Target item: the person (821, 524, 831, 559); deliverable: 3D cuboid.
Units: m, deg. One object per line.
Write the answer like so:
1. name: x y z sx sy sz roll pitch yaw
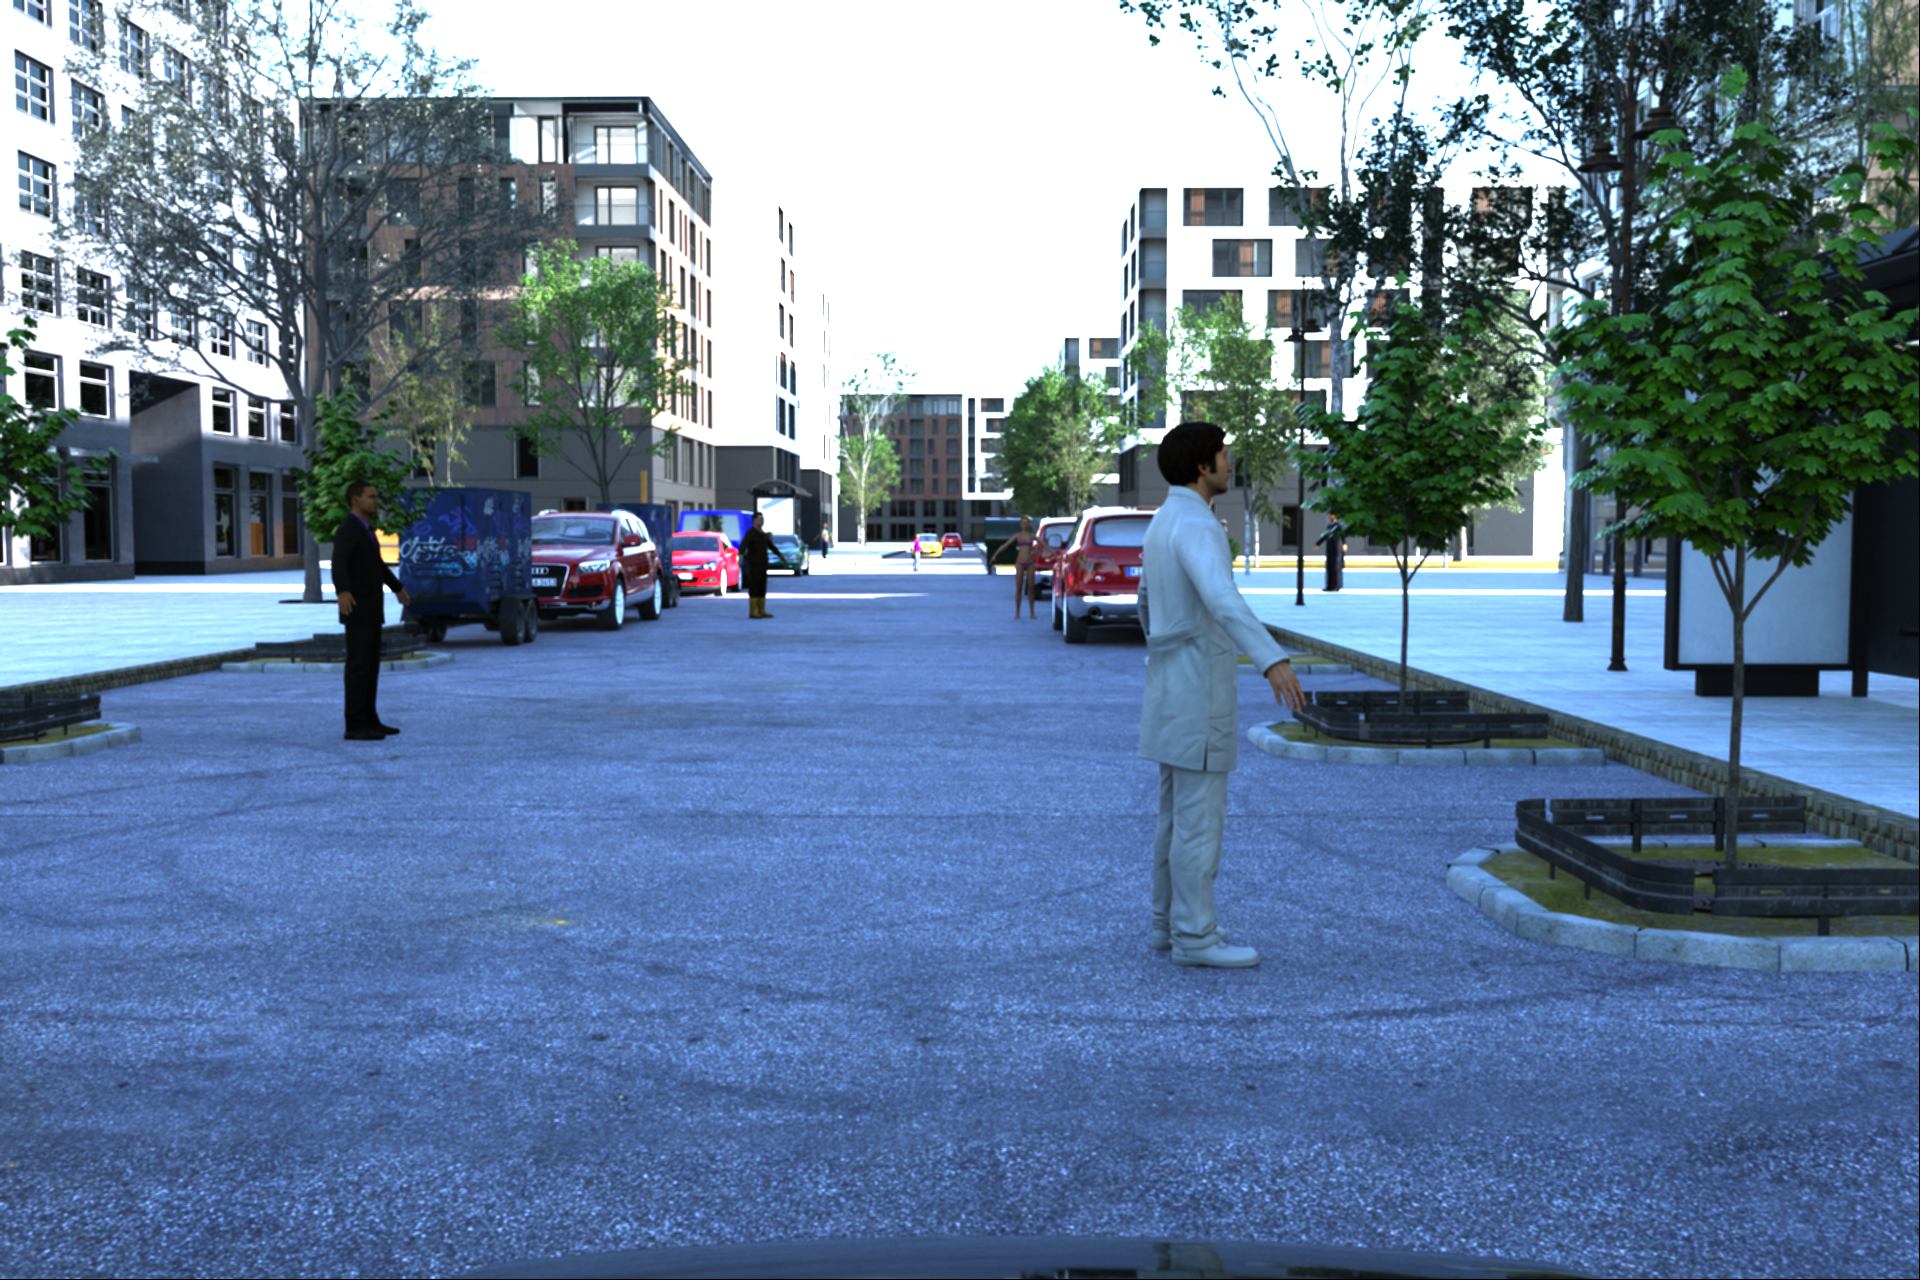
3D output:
1. person: -6.879 -5.045 88.611 0.705 1.813 1.348 1 4 11

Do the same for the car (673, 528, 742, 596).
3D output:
1. car: -6.309 -1.969 41.226 2.155 1.783 4.494 0 4 1

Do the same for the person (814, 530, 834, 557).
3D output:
1. person: -7.748 -5.684 99.067 1.347 1.817 0.704 2 4 29

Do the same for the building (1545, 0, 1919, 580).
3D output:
1. building: 26.010 -15.969 47.001 13.634 28.700 20.117 0 4 1

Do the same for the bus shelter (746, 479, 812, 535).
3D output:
1. bus shelter: -6.902 -4.454 66.754 2.014 3.302 5.546 0 4 0

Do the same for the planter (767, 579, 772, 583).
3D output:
1. planter: -6.562 -1.819 50.888 1.991 0.319 1.994 0 4 0

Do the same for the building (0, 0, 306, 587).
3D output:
1. building: -28.236 -14.201 50.593 11.959 24.771 22.079 0 4 0

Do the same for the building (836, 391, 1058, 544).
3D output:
1. building: -1.106 -25.275 259.671 32.646 21.610 27.936 0 4 3

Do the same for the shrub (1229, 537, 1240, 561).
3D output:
1. shrub: 12.264 -4.149 78.961 1.383 1.207 1.383 0 3 0

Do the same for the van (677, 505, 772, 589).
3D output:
1. van: -6.407 -2.616 47.164 2.240 2.365 5.245 0 4 1

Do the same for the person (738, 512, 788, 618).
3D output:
1. person: -3.420 -1.283 29.567 0.704 1.812 1.346 2 4 29

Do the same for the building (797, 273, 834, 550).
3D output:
1. building: -24.870 -17.701 133.393 27.936 21.610 32.646 0 3 0

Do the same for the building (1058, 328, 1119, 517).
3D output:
1. building: 24.430 -21.051 188.161 27.936 21.610 32.646 0 4 1

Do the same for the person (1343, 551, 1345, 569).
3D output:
1. person: 12.995 -3.235 59.678 0.721 1.737 1.214 2 4 29

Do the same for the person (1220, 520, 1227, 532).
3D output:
1. person: 10.253 -3.778 67.630 0.705 1.847 1.347 1 4 17

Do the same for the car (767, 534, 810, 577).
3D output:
1. car: -6.255 -2.944 59.926 2.131 1.459 4.920 0 4 0

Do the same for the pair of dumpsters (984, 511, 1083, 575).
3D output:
1. pair of dumpsters: 3.070 -3.465 61.597 4.436 2.255 1.574 0 4 1

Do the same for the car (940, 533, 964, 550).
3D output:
1. car: -0.723 -8.814 153.148 2.155 1.783 4.494 0 4 1

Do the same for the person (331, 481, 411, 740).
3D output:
1. person: -4.174 -0.214 12.183 0.704 1.802 1.346 0 4 -1

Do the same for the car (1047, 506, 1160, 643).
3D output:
1. car: 2.384 -0.953 24.262 2.281 1.827 5.304 0 4 0

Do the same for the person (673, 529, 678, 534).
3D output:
1. person: -9.246 -3.190 58.334 1.348 1.807 0.705 0 4 -3

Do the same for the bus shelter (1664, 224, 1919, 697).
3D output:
1. bus shelter: 6.365 -1.051 11.115 2.014 3.302 5.546 0 4 0

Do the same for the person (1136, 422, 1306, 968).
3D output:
1. person: 0.814 0.170 5.858 0.705 1.806 1.347 -1 4 -10

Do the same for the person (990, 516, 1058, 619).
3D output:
1. person: 1.109 -1.225 29.291 1.217 1.733 0.721 0 4 -2

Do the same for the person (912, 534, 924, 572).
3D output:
1. person: -1.590 -3.290 65.511 0.599 1.433 0.991 2 4 24

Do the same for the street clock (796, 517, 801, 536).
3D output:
1. street clock: -6.890 -4.191 73.093 0.358 2.002 0.471 0 4 1

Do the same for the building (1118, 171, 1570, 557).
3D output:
1. building: 24.208 -16.522 114.106 27.936 21.610 32.646 0 4 0

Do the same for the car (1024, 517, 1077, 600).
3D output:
1. car: 2.494 -1.858 39.049 2.281 1.827 5.304 0 4 1

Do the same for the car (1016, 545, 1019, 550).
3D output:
1. car: 2.914 -2.711 56.129 2.131 1.459 4.920 0 4 -1

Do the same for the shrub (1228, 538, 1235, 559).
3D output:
1. shrub: 10.640 -3.610 70.139 1.383 1.207 1.383 0 3 0

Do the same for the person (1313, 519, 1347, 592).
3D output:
1. person: 8.255 -1.981 38.437 0.704 1.823 1.345 -1 4 -18

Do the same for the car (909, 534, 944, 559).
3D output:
1. car: -1.936 -5.569 101.277 2.015 1.641 3.980 0 4 0

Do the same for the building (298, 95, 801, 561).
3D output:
1. building: -24.686 -15.511 97.572 27.936 21.610 32.646 0 4 1

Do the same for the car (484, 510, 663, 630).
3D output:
1. car: -6.058 -1.149 27.467 2.281 1.827 5.304 0 4 0
